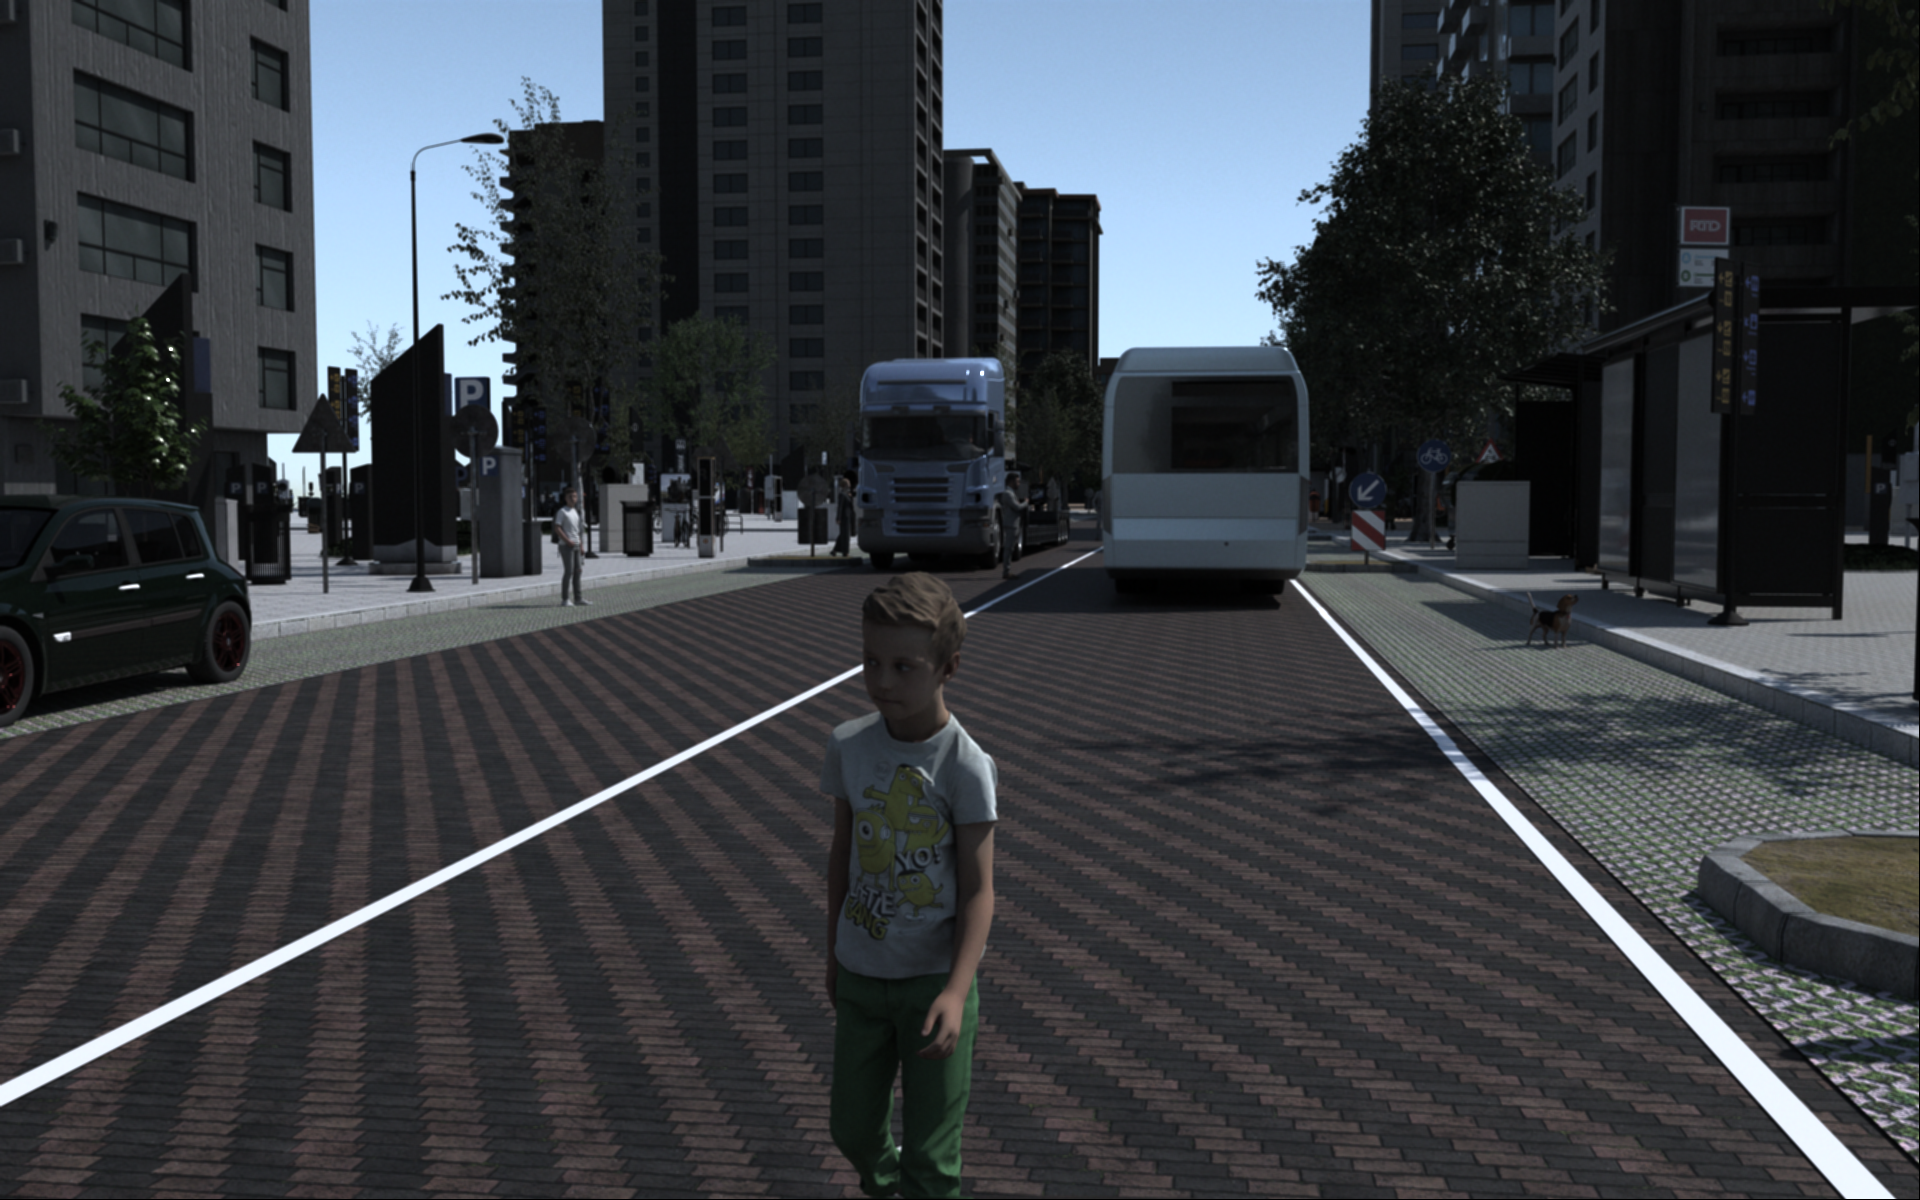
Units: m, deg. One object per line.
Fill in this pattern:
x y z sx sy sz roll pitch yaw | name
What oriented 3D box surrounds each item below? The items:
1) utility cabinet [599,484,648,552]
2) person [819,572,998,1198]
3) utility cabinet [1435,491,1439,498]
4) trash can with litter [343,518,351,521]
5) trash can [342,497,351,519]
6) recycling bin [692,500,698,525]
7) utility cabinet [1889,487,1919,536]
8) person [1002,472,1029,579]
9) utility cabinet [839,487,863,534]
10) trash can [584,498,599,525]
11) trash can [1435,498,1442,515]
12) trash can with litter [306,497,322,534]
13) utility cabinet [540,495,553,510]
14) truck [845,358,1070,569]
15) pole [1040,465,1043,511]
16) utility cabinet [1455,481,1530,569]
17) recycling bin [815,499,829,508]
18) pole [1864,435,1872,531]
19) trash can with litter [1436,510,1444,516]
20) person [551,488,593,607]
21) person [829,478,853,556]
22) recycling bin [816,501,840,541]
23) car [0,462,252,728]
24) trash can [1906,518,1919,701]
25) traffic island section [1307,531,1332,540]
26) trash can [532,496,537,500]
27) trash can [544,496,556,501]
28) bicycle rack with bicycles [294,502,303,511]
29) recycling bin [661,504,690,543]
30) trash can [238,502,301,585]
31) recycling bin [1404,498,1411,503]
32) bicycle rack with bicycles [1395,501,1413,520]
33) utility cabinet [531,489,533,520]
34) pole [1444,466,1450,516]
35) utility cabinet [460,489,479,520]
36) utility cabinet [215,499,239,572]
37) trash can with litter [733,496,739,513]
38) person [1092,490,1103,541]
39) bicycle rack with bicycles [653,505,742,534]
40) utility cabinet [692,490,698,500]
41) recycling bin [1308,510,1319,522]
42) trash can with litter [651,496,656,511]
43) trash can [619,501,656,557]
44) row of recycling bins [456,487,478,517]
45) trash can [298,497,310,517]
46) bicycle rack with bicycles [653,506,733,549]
-7.455 -1.816 38.367 0.318 1.500 1.173 3 4 38 | utility cabinet
-0.088 0.599 2.954 0.306 1.304 0.590 0 4 2 | person
31.653 -6.548 115.741 0.318 1.500 1.173 0 4 -2 | utility cabinet
-29.329 -4.356 82.276 2.233 1.210 1.678 0 4 4 | trash can with litter
-30.941 -4.643 87.573 0.748 1.137 0.748 0 3 0 | trash can
-11.407 -3.720 73.371 0.722 1.027 0.722 1 4 18 | recycling bin
28.702 -2.669 52.318 0.318 1.500 1.173 -1 4 -21 | utility cabinet
0.933 -1.259 29.265 0.466 1.800 0.511 0 4 -5 | person
-3.266 -2.799 54.438 1.173 1.500 0.318 3 5 41 | utility cabinet
-15.300 -3.691 72.005 0.748 1.137 0.748 0 3 0 | trash can
28.826 -5.676 104.459 0.748 1.137 0.748 0 3 0 | trash can
-21.038 -2.766 56.618 0.624 1.170 1.055 -1 4 -17 | trash can with litter
-30.565 -7.155 128.152 0.306 1.237 1.020 2 4 30 | utility cabinet
0.555 -3.082 40.149 2.967 4.110 18.799 1 4 8 | truck
5.501 -7.541 117.140 0.158 3.312 0.155 0 3 0 | pole
9.059 -1.273 29.489 1.173 1.500 0.318 1 4 11 | utility cabinet
-7.502 -4.946 93.417 0.722 1.027 0.722 1 4 22 | recycling bin
31.482 -4.050 60.054 0.158 3.312 0.155 0 3 0 | pole
28.117 -5.531 101.489 2.233 1.210 1.678 -1 4 -21 | trash can with litter
-4.939 -0.668 22.025 0.523 1.515 0.503 -1 4 -11 | person
-2.579 -1.776 37.958 0.534 1.772 0.576 -1 4 -15 | person
-3.417 -2.122 47.245 0.722 1.027 0.722 1 4 10 | recycling bin
-6.510 -0.123 11.797 2.009 1.686 4.222 0 4 7 | car
5.964 0.090 10.179 0.748 1.137 0.748 0 3 0 | trash can
10.687 -2.000 54.979 2.009 0.180 2.903 1 4 8 | traffic island section
-27.609 -6.116 111.643 0.748 1.137 0.748 0 3 0 | trash can
-26.555 -6.153 112.257 0.748 1.137 0.748 0 3 0 | trash can
-50.174 -7.404 134.439 2.925 0.926 2.852 -2 4 -23 | bicycle rack with bicycles
-7.592 -2.054 46.130 0.722 1.027 0.722 -1 4 -11 | recycling bin
-9.841 -0.793 24.615 0.748 1.137 0.748 0 3 0 | trash can
29.776 -6.343 116.257 0.722 1.027 0.722 -1 4 -12 | recycling bin
22.241 -4.515 87.205 2.852 0.926 2.925 0 4 0 | bicycle rack with bicycles
-19.331 -4.108 75.840 1.173 1.500 0.318 0 4 -7 | utility cabinet
22.259 -5.215 79.107 0.158 3.312 0.155 0 3 0 | pole
-22.239 -4.273 78.548 1.173 1.500 0.318 3 5 44 | utility cabinet
-10.493 -0.778 23.878 1.020 1.237 0.306 0 4 8 | utility cabinet
-14.807 -6.641 119.634 2.233 1.210 1.678 -2 4 -26 | trash can with litter
4.415 -2.742 53.433 0.635 1.810 0.391 -1 4 -15 | person
-8.272 -2.592 55.756 2.852 0.926 2.925 -2 4 -34 | bicycle rack with bicycles
-14.089 -5.113 92.283 1.173 1.500 0.318 1 4 11 | utility cabinet
16.355 -4.210 81.380 0.722 1.027 0.722 -2 4 -27 | recycling bin
-22.664 -7.025 126.239 1.055 1.170 0.624 0 4 7 | trash can with litter
-6.601 -1.458 35.492 0.748 1.137 0.748 0 3 0 | trash can
-28.229 -5.421 95.743 3.534 1.692 1.069 0 4 2 | row of recycling bins
-36.268 -5.146 95.793 0.748 1.137 0.748 0 3 0 | trash can
-7.148 -1.731 41.683 2.852 0.926 2.925 0 4 0 | bicycle rack with bicycles
